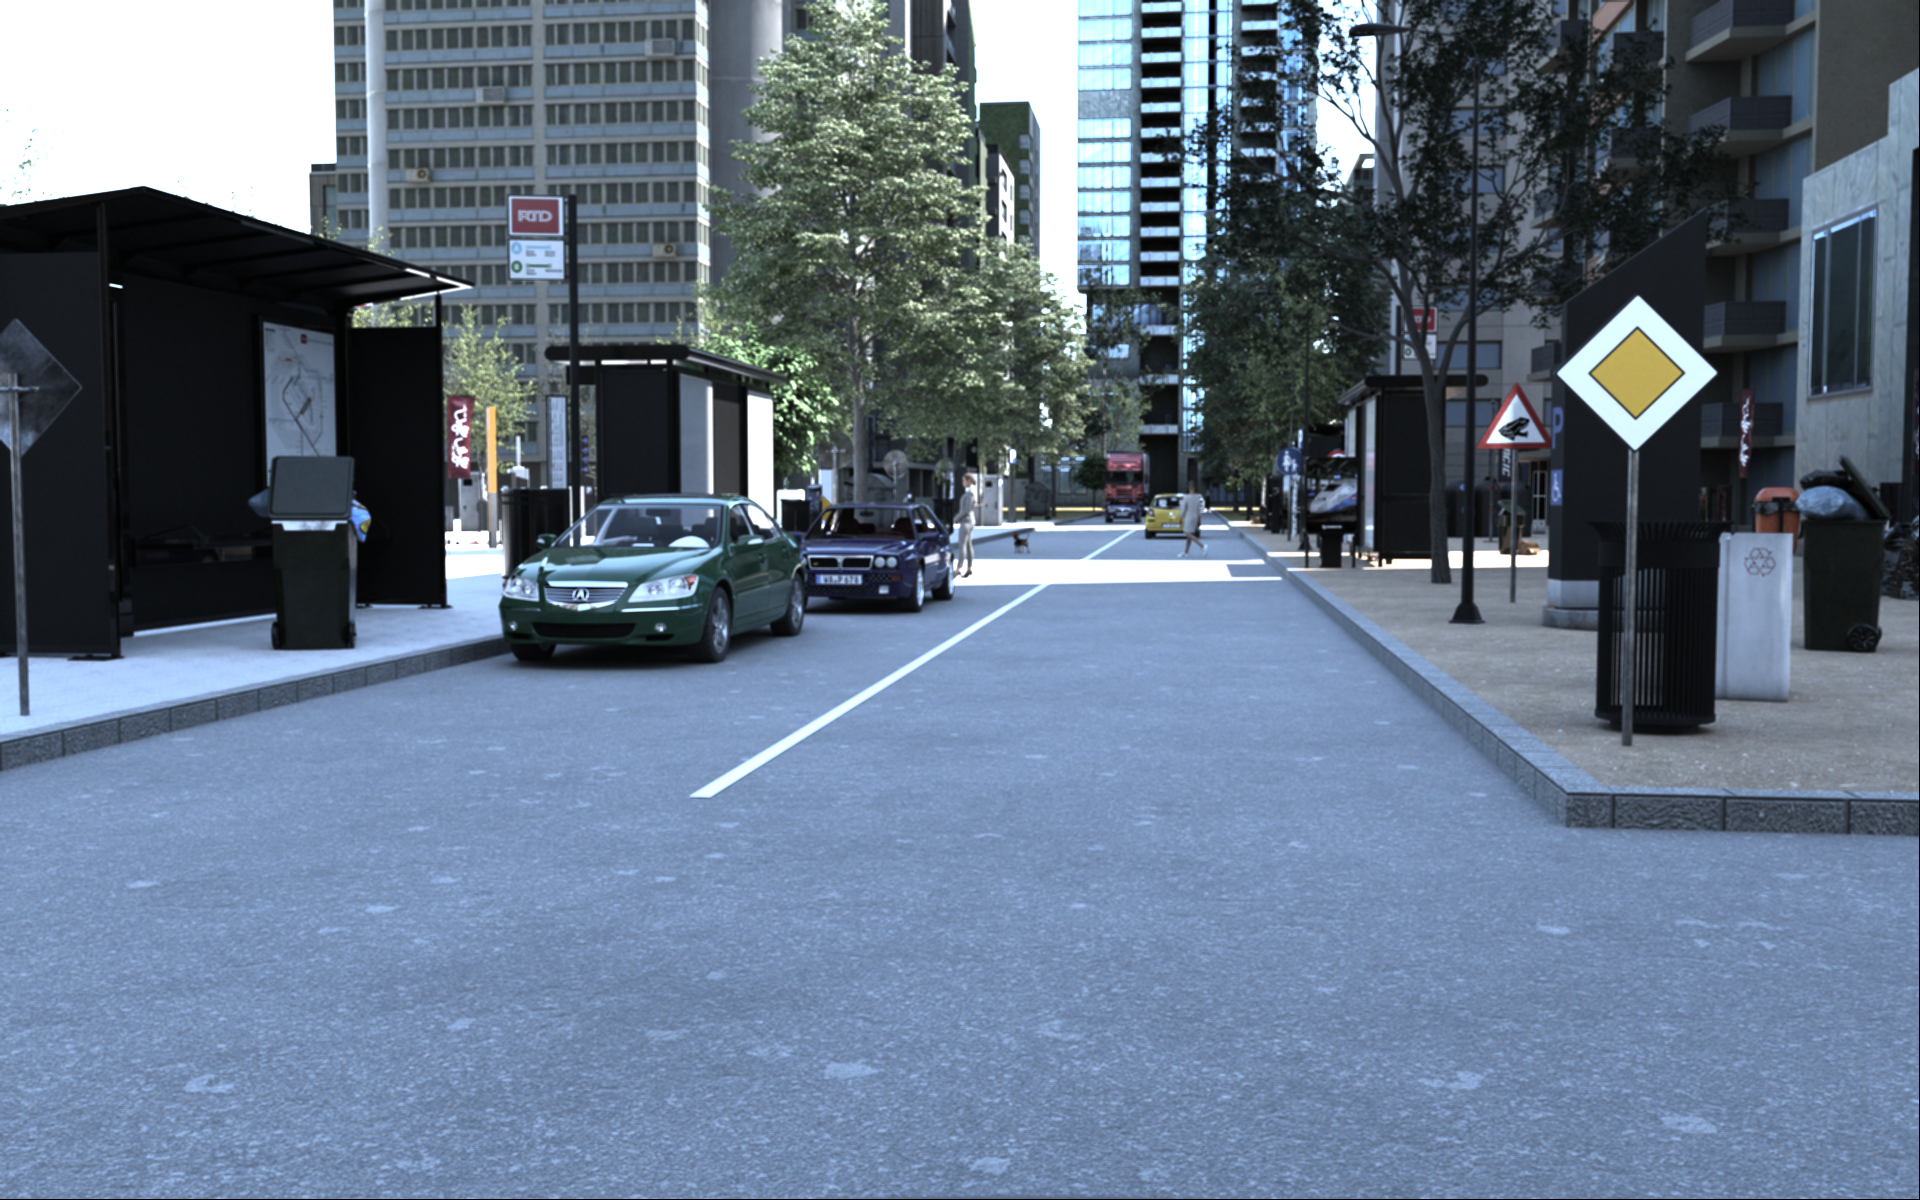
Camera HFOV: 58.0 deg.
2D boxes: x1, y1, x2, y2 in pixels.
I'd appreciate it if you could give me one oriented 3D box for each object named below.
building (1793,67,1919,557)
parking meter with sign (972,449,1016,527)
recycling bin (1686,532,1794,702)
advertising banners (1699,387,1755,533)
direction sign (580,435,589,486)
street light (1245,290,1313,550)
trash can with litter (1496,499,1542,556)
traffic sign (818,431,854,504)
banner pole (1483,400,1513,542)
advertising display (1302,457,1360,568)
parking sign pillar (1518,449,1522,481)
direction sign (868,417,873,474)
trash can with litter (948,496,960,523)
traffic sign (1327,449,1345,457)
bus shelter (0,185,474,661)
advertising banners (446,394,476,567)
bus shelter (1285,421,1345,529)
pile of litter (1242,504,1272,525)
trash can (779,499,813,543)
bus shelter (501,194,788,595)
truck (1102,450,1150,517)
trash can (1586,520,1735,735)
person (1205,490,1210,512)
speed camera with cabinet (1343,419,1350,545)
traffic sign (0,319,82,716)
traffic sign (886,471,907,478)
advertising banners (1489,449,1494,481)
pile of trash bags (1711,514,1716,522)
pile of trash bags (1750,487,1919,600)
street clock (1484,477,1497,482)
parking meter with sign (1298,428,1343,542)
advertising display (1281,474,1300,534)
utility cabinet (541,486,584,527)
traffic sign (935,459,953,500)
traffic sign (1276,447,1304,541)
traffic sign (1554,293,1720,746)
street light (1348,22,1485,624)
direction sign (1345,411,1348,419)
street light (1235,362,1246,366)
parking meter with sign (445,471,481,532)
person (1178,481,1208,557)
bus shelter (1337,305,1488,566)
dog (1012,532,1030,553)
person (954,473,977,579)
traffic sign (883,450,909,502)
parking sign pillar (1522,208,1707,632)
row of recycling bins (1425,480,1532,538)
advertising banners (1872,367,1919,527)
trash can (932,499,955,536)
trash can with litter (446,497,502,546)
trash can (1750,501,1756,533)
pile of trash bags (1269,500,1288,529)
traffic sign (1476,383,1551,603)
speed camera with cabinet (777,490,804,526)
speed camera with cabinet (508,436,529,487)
[{"bbox_3d":[29.727,-43.334,21.177,31.000,86.520,22.319,0,4,8],"label":"building"},{"bbox_3d":[1.300,-4.375,67.793,1.738,3.016,0.543,2,4,29],"label":"parking meter with sign"},{"bbox_3d":[4.918,0.090,11.086,0.722,1.027,0.722,2,4,26],"label":"recycling bin"},{"bbox_3d":[13.021,-2.038,29.515,0.090,3.025,2.074,0,4,0],"label":"advertising banners"},{"bbox_3d":[-14.672,-4.583,66.929,0.876,3.537,0.379,2,4,33],"label":"direction sign"},{"bbox_3d":[7.368,-4.099,39.555,1.470,5.913,1.316,0,4,8],"label":"street light"},{"bbox_3d":[11.799,-1.533,36.457,0.624,1.170,1.055,-2,4,-28],"label":"trash can with litter"},{"bbox_3d":[-2.501,-2.120,34.766,0.768,2.556,0.104,1,4,13],"label":"traffic sign"},{"bbox_3d":[14.388,-3.430,46.100,0.863,3.779,0.401,0,4,-3],"label":"banner pole"},{"bbox_3d":[6.454,-1.523,30.121,0.974,1.923,0.123,0,4,-8],"label":"advertising display"},{"bbox_3d":[26.143,-5.535,78.976,1.447,3.967,1.447,0,4,4],"label":"parking sign pillar"},{"bbox_3d":[-2.641,-3.623,51.237,0.379,3.537,0.876,0,4,4],"label":"direction sign"},{"bbox_3d":[-0.286,-3.981,76.145,1.678,1.210,2.233,-2,4,-30],"label":"trash can with litter"},{"bbox_3d":[10.829,-3.027,49.601,0.768,2.556,0.104,1,4,15],"label":"traffic sign"},{"bbox_3d":[-6.646,-1.536,16.402,1.731,3.624,6.357,0,4,8],"label":"bus shelter"},{"bbox_3d":[-9.435,-2.079,30.186,2.074,3.025,0.090,-2,4,-33],"label":"advertising banners"},{"bbox_3d":[11.981,-4.111,58.496,1.731,3.624,6.357,0,4,8],"label":"bus shelter"},{"bbox_3d":[12.704,-3.609,72.978,1.719,0.858,1.176,0,4,7],"label":"pile of litter"},{"bbox_3d":[-3.800,-1.753,40.309,0.748,1.137,0.748,0,3,0],"label":"trash can"},{"bbox_3d":[-4.632,-2.948,25.833,2.179,5.291,8.768,0,4,8],"label":"bus shelter"},{"bbox_3d":[10.881,-7.545,112.274,2.839,4.237,11.283,0,4,8],"label":"truck"},{"bbox_3d":[3.789,0.137,9.420,0.748,1.137,0.748,0,3,0],"label":"trash can"},{"bbox_3d":[19.249,-7.703,135.178,0.721,1.736,1.217,1,4,11],"label":"person"},{"bbox_3d":[10.223,-3.081,44.714,0.660,3.252,2.038,0,4,8],"label":"speed camera with cabinet"},{"bbox_3d":[-5.415,-0.387,9.969,0.795,2.450,0.064,0,4,8],"label":"traffic sign"},{"bbox_3d":[-2.073,-3.421,56.033,0.768,2.556,0.104,1,4,11],"label":"traffic sign"},{"bbox_3d":[16.800,-3.630,55.540,0.090,3.025,2.074,3,4,36],"label":"advertising banners"},{"bbox_3d":[14.188,-1.496,34.219,1.912,1.369,3.447,2,4,32],"label":"pile of trash bags"},{"bbox_3d":[11.751,-0.728,21.658,3.447,1.369,1.912,1,4,15],"label":"pile of trash bags"},{"bbox_3d":[21.871,-4.094,71.503,0.471,2.002,0.358,2,4,31],"label":"street clock"},{"bbox_3d":[9.937,-3.056,46.234,1.738,3.016,0.543,0,4,-2],"label":"parking meter with sign"},{"bbox_3d":[10.751,-3.067,55.354,0.974,1.923,0.123,0,4,-3],"label":"advertising display"},{"bbox_3d":[-11.334,-2.490,49.387,1.173,1.500,0.318,-2,4,-26],"label":"utility cabinet"},{"bbox_3d":[-0.555,-3.841,62.904,0.768,2.556,0.104,1,4,13],"label":"traffic sign"},{"bbox_3d":[8.987,-2.881,47.204,0.768,2.556,0.104,0,4,8],"label":"traffic sign"},{"bbox_3d":[3.398,-0.314,8.770,0.795,2.450,0.064,0,4,8],"label":"traffic sign"},{"bbox_3d":[4.520,-2.730,17.171,1.470,5.913,1.316,0,4,8],"label":"street light"},{"bbox_3d":[10.598,-3.367,47.051,0.379,3.537,0.876,0,4,-6],"label":"direction sign"},{"bbox_3d":[10.345,-5.420,61.164,1.470,5.913,1.316,0,4,8],"label":"street light"},{"bbox_3d":[-16.529,-3.796,58.327,1.738,3.016,0.543,-1,4,-19],"label":"parking meter with sign"},{"bbox_3d":[5.286,-1.834,39.236,0.760,1.731,0.466,2,4,29],"label":"person"},{"bbox_3d":[8.769,-3.488,34.654,2.179,5.291,8.768,0,4,8],"label":"bus shelter"},{"bbox_3d":[1.473,-1.394,42.077,0.540,0.507,0.406,1,4,16],"label":"dog"},{"bbox_3d":[0.019,-1.267,29.491,0.573,1.790,0.520,-1,4,-14],"label":"person"},{"bbox_3d":[-1.861,-3.051,49.986,0.768,2.556,0.104,1,4,15],"label":"traffic sign"},{"bbox_3d":[6.391,-1.723,16.640,1.447,3.967,1.447,0,4,1],"label":"parking sign pillar"},{"bbox_3d":[15.240,-2.712,51.449,3.534,1.692,1.069,-1,4,-11],"label":"row of recycling bins"},{"bbox_3d":[12.740,-1.684,23.714,2.074,3.025,0.090,-2,4,-31],"label":"advertising banners"},{"bbox_3d":[-0.505,-2.568,53.648,0.748,1.137,0.748,0,3,0],"label":"trash can"},{"bbox_3d":[-12.275,-2.005,43.847,2.233,1.210,1.678,0,4,0],"label":"trash can with litter"},{"bbox_3d":[17.464,-1.578,37.462,0.748,1.137,0.748,0,3,0],"label":"trash can"},{"bbox_3d":[12.551,-3.330,64.198,1.912,1.369,3.447,1,4,20],"label":"pile of trash bags"},{"bbox_3d":[6.536,-1.248,20.415,0.884,2.594,0.081,1,4,14],"label":"traffic sign"},{"bbox_3d":[-7.412,-4.673,70.740,2.038,3.252,0.660,1,4,15],"label":"speed camera with cabinet"},{"bbox_3d":[-14.504,-3.995,59.656,2.038,3.252,0.660,-1,4,-19],"label":"speed camera with cabinet"}]
